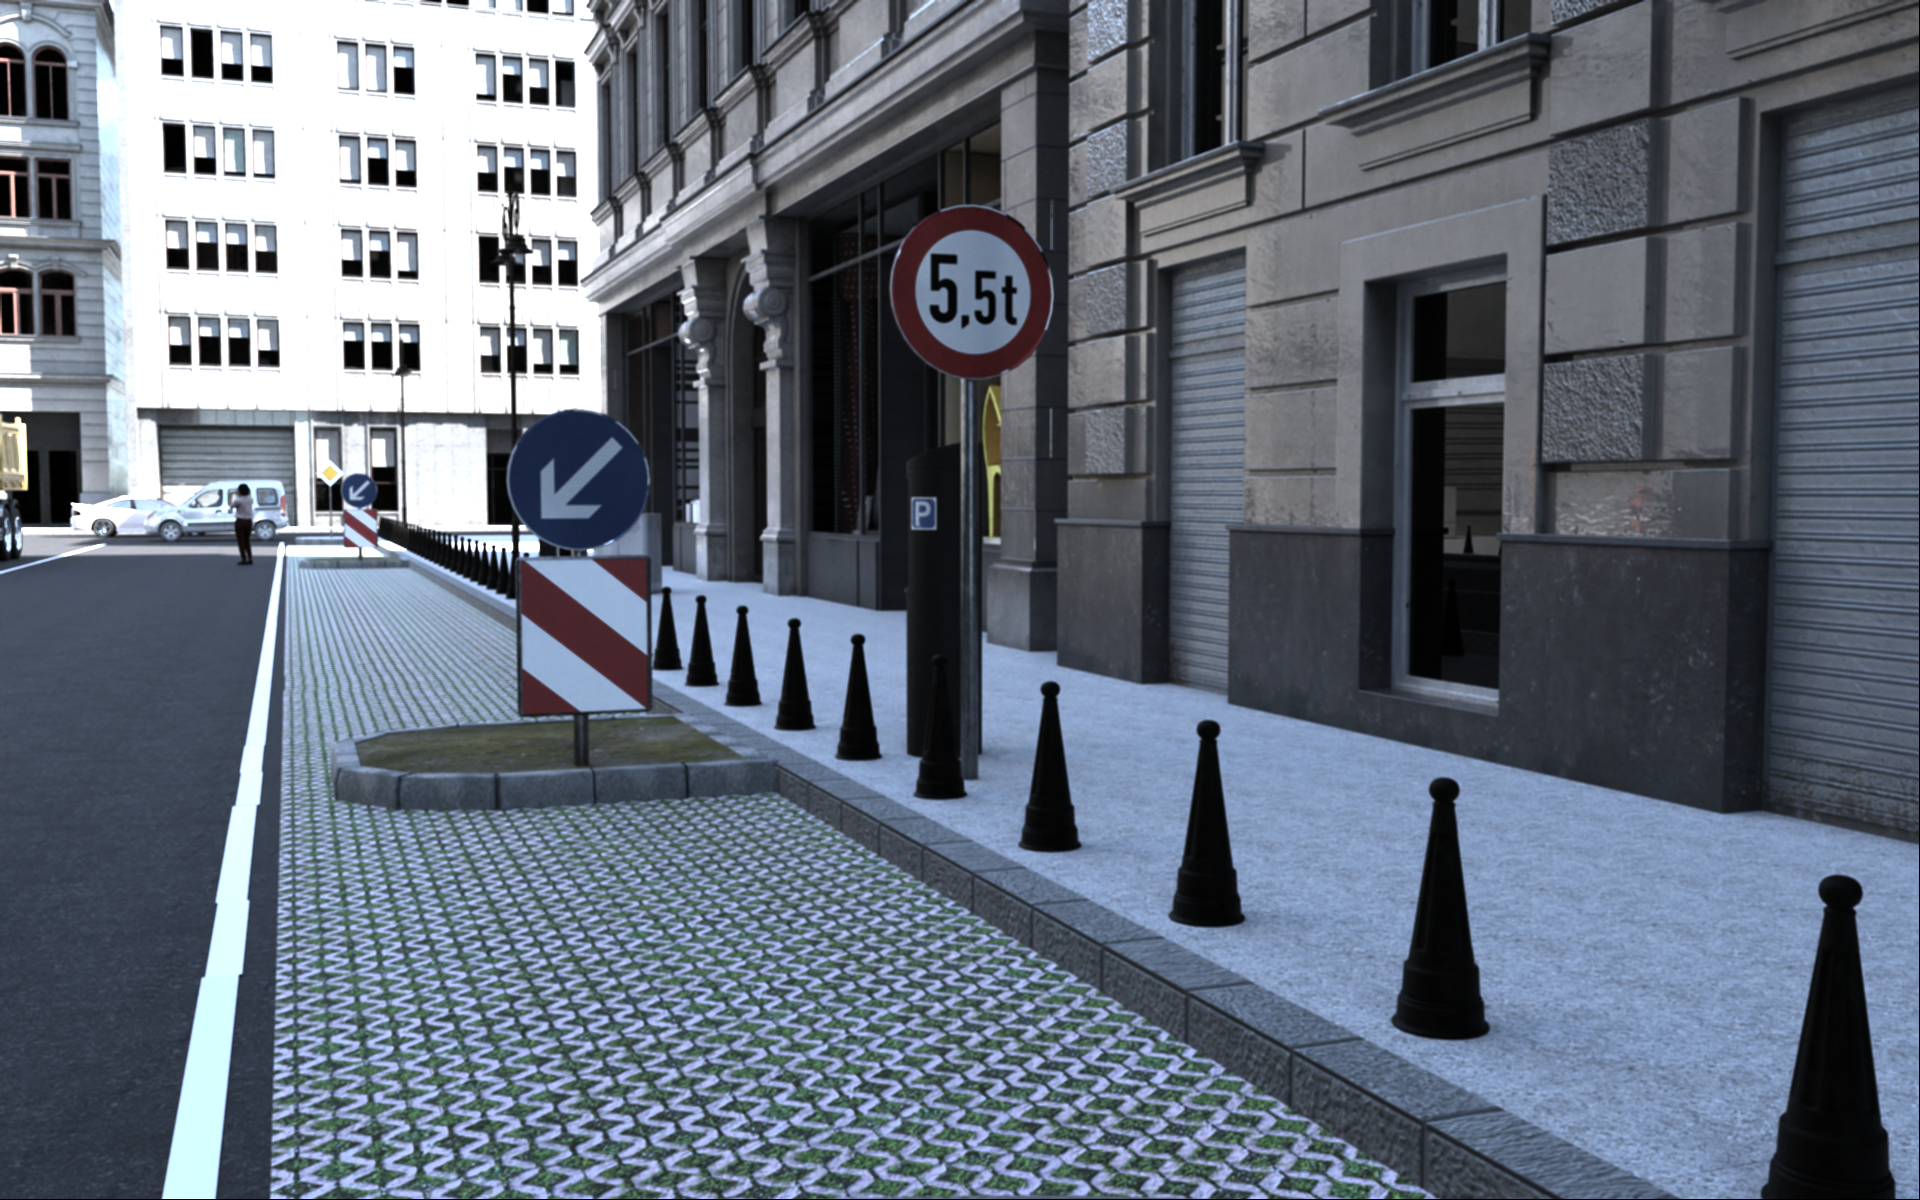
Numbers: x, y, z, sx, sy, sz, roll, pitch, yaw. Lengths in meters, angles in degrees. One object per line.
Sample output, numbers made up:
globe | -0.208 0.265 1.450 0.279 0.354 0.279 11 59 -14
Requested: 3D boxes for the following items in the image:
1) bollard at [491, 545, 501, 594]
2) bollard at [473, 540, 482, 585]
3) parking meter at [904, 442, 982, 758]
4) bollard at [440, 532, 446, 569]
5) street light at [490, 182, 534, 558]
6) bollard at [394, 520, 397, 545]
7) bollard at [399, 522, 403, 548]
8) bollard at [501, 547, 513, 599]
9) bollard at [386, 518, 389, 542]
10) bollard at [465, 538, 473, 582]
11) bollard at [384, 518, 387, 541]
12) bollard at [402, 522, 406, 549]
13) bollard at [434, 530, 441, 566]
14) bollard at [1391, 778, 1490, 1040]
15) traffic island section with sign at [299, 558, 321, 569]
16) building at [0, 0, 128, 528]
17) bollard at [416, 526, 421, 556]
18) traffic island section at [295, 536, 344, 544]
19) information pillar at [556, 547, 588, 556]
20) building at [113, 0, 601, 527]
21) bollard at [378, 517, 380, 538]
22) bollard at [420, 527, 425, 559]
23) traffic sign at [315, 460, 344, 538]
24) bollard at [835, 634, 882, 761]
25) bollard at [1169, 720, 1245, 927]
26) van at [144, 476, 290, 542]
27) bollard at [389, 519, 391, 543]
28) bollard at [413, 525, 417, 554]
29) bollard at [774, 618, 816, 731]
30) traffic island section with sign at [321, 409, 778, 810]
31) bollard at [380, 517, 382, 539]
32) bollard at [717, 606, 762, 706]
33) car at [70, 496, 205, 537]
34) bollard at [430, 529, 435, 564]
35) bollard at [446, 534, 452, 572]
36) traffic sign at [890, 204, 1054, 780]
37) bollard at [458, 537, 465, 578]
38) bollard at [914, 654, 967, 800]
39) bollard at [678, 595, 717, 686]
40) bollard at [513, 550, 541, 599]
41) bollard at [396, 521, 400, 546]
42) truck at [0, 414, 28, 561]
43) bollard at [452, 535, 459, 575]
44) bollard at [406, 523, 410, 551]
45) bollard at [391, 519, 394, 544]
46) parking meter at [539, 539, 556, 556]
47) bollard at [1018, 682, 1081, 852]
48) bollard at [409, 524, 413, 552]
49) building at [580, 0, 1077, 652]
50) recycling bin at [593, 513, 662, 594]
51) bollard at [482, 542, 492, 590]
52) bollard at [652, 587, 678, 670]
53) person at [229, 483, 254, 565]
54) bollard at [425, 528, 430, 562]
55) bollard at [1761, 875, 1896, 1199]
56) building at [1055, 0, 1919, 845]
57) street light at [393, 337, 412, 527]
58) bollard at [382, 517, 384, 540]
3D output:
bollard | -5.872 -0.383 22.306 0.229 0.601 0.229 0 3 0
bollard | -6.699 -0.513 24.423 0.229 0.601 0.229 0 3 0
parking meter | -0.078 -0.008 8.534 0.372 1.533 0.369 0 3 0
bollard | -8.765 -0.839 29.759 0.229 0.601 0.229 0 3 0
street light | -6.708 -3.255 26.006 0.468 5.910 1.993 -1 4 -21
bollard | -13.726 -1.622 42.567 0.229 0.601 0.229 0 3 0
bollard | -12.900 -1.492 40.435 0.229 0.601 0.229 0 3 0
bollard | -5.466 -0.318 21.245 0.229 0.601 0.229 0 3 0
bollard | -14.970 -1.819 45.780 0.229 0.601 0.229 0 3 0
bollard | -7.108 -0.577 25.483 0.229 0.601 0.229 0 3 0
bollard | -15.382 -1.884 46.839 0.229 0.601 0.229 0 3 0
bollard | -12.484 -1.427 39.368 0.229 0.601 0.229 0 3 0
bollard | -9.178 -0.905 30.833 0.229 0.601 0.229 0 3 0
bollard | 1.160 0.726 4.164 0.229 0.601 0.229 0 3 0
traffic island section with sign | -11.893 -1.547 33.925 1.989 1.847 2.006 -1 4 -21
building | -44.726 -17.078 66.610 23.554 28.519 14.401 -1 4 -21
bollard | -10.835 -1.166 35.104 0.229 0.601 0.229 0 3 0
traffic island section | -18.367 -1.736 50.670 2.009 0.180 2.903 -1 4 -21
information pillar | -4.191 -0.868 18.692 0.304 2.012 0.304 0 4 -6
building | -23.650 -15.564 72.496 19.932 24.808 12.078 -1 4 -21
bollard | -16.616 -2.078 50.016 0.229 0.601 0.229 0 3 0
bollard | -10.419 -1.100 34.027 0.229 0.601 0.229 0 3 0
traffic sign | -18.387 -2.871 50.585 0.795 2.450 0.064 -1 4 -21
bollard | -0.495 0.466 8.427 0.229 0.601 0.229 0 3 0
bollard | 0.747 0.662 5.222 0.229 0.601 0.229 0 3 0
van | -22.843 -2.830 53.277 4.112 2.044 2.013 -1 4 -22
bollard | -14.551 -1.753 44.698 0.229 0.601 0.229 0 3 0
bollard | -11.246 -1.231 36.165 0.229 0.601 0.229 0 3 0
bollard | -0.905 0.401 9.486 0.229 0.601 0.229 0 3 0
traffic island section with sign | -2.145 -0.010 8.787 1.989 1.847 2.006 -1 4 -21
bollard | -16.202 -2.013 48.958 0.229 0.601 0.229 0 3 0
bollard | -1.324 0.336 10.554 0.229 0.601 0.229 0 3 0
car | -27.543 -2.844 58.869 4.827 1.381 2.083 -1 4 -20
bollard | -9.591 -0.970 31.901 0.229 0.601 0.229 0 3 0
bollard | -8.341 -0.772 28.669 0.229 0.601 0.229 0 3 0
traffic sign | 0.043 -0.466 7.731 0.768 2.556 0.104 -1 4 -20
bollard | -7.518 -0.643 26.551 0.229 0.601 0.229 0 3 0
bollard | -0.084 0.531 7.363 0.229 0.601 0.229 0 3 0
bollard | -1.737 0.269 11.637 0.229 0.601 0.229 0 3 0
bollard | -5.048 -0.253 20.182 0.229 0.601 0.229 0 3 0
bollard | -13.316 -1.558 41.507 0.229 0.601 0.229 0 3 0
truck | -20.798 -2.356 34.445 3.469 3.379 9.791 -1 4 -19
bollard | -7.930 -0.708 27.610 0.229 0.601 0.229 0 3 0
bollard | -12.070 -1.361 38.296 0.229 0.601 0.229 0 3 0
bollard | -14.138 -1.687 43.625 0.229 0.601 0.229 0 3 0
parking meter | -4.569 -0.846 19.547 0.399 1.863 0.255 0 4 1
bollard | 0.328 0.596 6.298 0.229 0.601 0.229 0 3 0
bollard | -11.652 -1.296 37.226 0.229 0.601 0.229 0 3 0
building | -2.463 -11.168 33.505 10.553 20.767 40.483 -1 4 -21
recycling bin | -4.298 -0.602 22.393 0.722 1.027 0.722 0 4 7
bollard | -6.286 -0.448 23.365 0.229 0.601 0.229 0 3 0
bollard | -2.149 0.205 12.696 0.229 0.601 0.229 0 3 0
person | -14.592 -1.542 35.174 0.517 1.644 0.566 -1 4 -12
bollard | -10.006 -1.035 32.963 0.229 0.601 0.229 0 3 0
bollard | 1.568 0.791 3.102 0.229 0.601 0.229 0 3 0
building | 10.356 -12.575 2.873 12.463 27.353 25.104 -1 4 -21
street light | -16.380 -4.780 50.938 0.468 5.910 1.993 -1 4 -21
bollard | -15.794 -1.948 47.897 0.229 0.601 0.229 0 3 0
